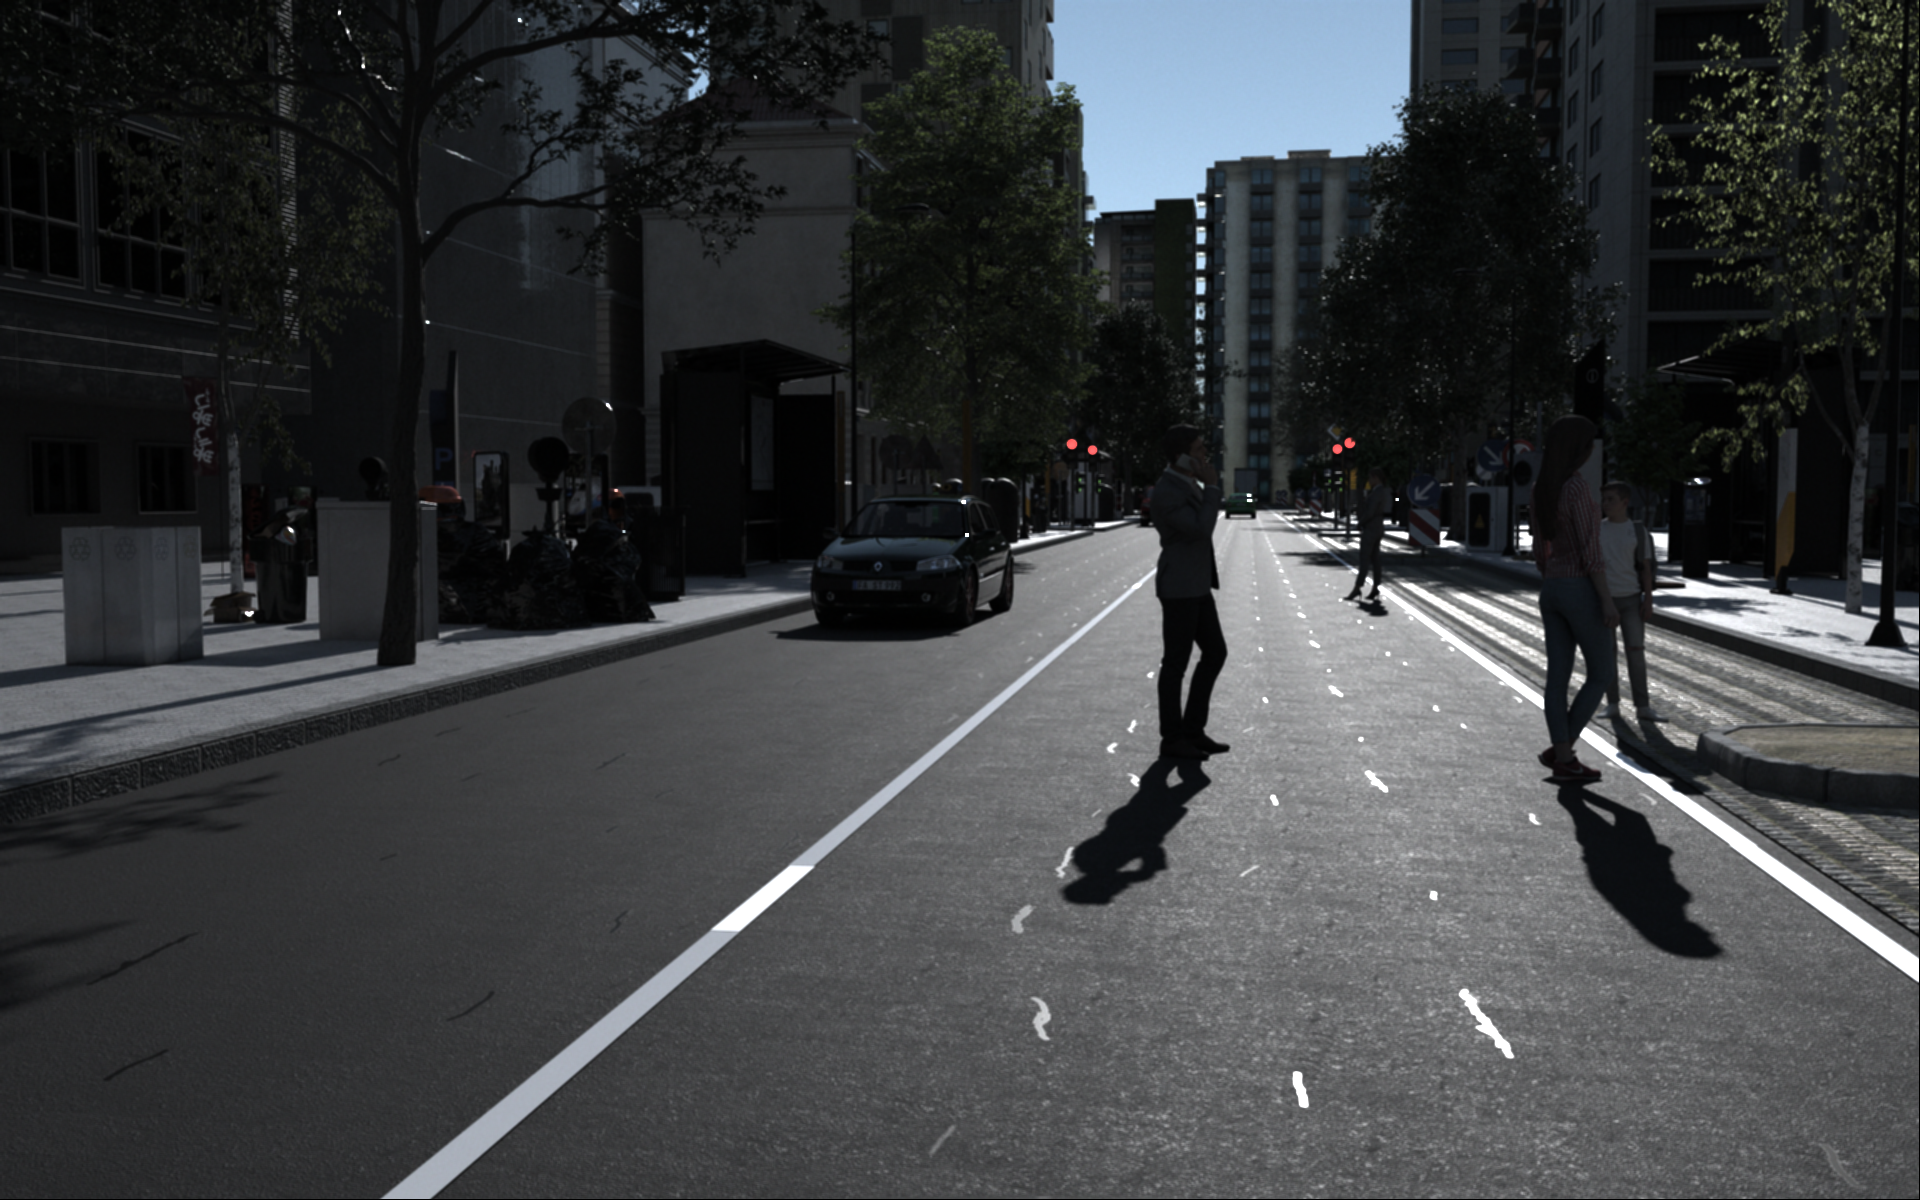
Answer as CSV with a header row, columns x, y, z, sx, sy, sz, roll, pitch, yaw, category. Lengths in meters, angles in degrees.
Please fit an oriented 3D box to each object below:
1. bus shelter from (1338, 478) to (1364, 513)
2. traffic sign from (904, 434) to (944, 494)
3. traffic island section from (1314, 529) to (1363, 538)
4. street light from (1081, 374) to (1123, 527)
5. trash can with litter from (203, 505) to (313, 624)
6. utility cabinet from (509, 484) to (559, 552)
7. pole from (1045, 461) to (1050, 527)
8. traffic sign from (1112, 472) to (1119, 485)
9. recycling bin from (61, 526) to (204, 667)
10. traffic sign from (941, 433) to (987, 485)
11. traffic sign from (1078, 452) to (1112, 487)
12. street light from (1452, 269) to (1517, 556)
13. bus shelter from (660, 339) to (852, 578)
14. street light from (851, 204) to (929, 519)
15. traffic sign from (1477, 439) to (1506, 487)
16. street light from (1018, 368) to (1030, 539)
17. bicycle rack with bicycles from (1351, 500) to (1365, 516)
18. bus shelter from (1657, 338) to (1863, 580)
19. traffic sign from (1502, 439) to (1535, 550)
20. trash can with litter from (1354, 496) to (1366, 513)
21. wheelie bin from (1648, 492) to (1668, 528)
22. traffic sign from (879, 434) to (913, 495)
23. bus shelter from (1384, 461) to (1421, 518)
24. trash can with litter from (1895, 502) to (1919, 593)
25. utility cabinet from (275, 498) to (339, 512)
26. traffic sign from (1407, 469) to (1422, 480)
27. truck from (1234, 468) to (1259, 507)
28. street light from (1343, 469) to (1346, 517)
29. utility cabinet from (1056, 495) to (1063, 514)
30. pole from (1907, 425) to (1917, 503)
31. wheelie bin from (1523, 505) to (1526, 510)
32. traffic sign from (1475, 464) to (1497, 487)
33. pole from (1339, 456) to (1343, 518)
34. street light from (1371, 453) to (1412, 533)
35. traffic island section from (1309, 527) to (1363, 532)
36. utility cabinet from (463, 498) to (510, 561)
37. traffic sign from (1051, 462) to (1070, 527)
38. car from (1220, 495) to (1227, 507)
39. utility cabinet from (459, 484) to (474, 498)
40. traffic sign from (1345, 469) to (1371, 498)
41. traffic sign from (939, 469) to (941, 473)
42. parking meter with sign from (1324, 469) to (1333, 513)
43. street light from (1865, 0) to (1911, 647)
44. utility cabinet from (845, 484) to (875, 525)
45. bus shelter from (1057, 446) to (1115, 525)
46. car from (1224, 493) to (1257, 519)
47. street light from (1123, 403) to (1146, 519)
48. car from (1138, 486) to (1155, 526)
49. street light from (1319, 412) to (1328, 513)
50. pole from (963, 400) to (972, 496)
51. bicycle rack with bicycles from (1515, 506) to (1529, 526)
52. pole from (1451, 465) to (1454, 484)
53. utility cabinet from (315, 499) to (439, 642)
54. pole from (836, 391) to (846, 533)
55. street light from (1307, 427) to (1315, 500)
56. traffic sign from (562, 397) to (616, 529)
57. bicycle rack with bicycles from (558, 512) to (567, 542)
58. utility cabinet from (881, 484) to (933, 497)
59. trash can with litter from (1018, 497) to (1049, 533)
x,y,z,sx,sy,sz,roll,pitch,yaw,category
25.618,-7.339,113.921,2.014,3.302,5.546,1,4,9,bus shelter
-0.775,-2.287,37.397,0.884,2.594,0.081,1,4,13,traffic sign
13.004,-2.180,57.930,2.009,0.180,2.903,1,4,9,traffic island section
5.408,-5.785,67.133,1.470,5.913,1.316,1,4,9,street light
-7.014,-0.359,17.259,1.055,1.170,0.624,0,4,5,trash can with litter
-9.305,-1.762,37.481,1.173,1.500,0.318,0,4,2,utility cabinet
3.400,-4.488,67.214,0.158,3.312,0.155,0,3,0,pole
7.387,-5.122,84.927,0.795,2.450,0.064,1,4,10,traffic sign
-6.310,-0.041,13.231,0.722,1.027,0.722,1,4,9,recycling bin
0.461,-3.881,57.331,2.265,3.308,0.079,1,4,16,traffic sign
6.326,-5.565,84.862,2.265,3.308,0.079,1,4,13,traffic sign
10.858,-3.870,35.821,1.470,5.913,1.316,1,4,9,street light
-3.303,-2.337,29.495,1.731,3.624,6.357,1,4,9,bus shelter
-1.186,-3.389,27.958,1.470,5.913,1.316,1,4,9,street light
12.430,-2.465,40.403,0.768,2.556,0.104,1,4,13,traffic sign
2.357,-4.686,49.160,1.470,5.913,1.316,1,4,9,street light
23.566,-5.285,99.795,2.852,0.926,2.925,-3,5,-44,bicycle rack with bicycles
13.129,-2.305,28.964,1.731,3.624,6.357,1,4,9,bus shelter
12.858,-2.433,39.885,0.768,2.556,0.104,1,4,12,traffic sign
27.770,-6.653,120.157,0.624,1.170,1.055,-3,5,-43,trash can with litter
26.441,-3.536,65.729,0.693,1.594,0.980,3,4,37,wheelie bin
-1.374,-2.254,36.961,0.768,2.556,0.104,1,4,16,traffic sign
23.127,-5.999,92.000,2.014,3.302,5.546,1,4,9,bus shelter
12.667,-0.695,22.751,0.624,1.170,1.055,0,4,-8,trash can with litter
-11.088,-1.119,29.453,0.306,1.237,1.020,3,5,40,utility cabinet
23.268,-5.417,88.678,0.768,2.556,0.104,1,4,14,traffic sign
31.892,-12.479,192.947,2.839,4.237,11.283,1,4,10,truck
17.339,-6.274,75.126,1.470,5.913,1.316,1,4,9,street light
4.794,-4.358,82.412,0.306,1.237,1.020,1,4,13,utility cabinet
27.992,-3.494,50.967,0.158,3.312,0.155,0,3,0,pole
33.896,-5.927,104.810,0.980,1.594,0.693,-1,4,-9,wheelie bin
19.471,-3.916,64.140,0.768,2.556,0.104,1,4,16,traffic sign
20.508,-6.078,93.216,0.158,3.312,0.155,0,3,0,pole
14.394,-5.192,57.432,1.470,5.913,1.316,1,4,9,street light
14.309,-2.662,65.808,2.009,0.180,2.903,1,4,9,traffic island section
-7.971,-1.065,28.567,1.020,1.237,0.306,0,3,0,utility cabinet
3.922,-4.155,68.038,0.768,2.556,0.104,1,4,15,traffic sign
29.224,-11.247,196.250,2.083,1.381,4.827,0,4,8,car
-10.496,-1.734,37.037,1.173,1.500,0.318,2,4,29,utility cabinet
25.594,-7.123,110.332,2.265,3.308,0.079,1,4,19,traffic sign
-0.344,-3.571,58.492,0.768,2.556,0.104,1,4,17,traffic sign
25.691,-7.604,120.593,0.543,3.016,1.738,1,4,18,parking meter with sign
7.330,-2.573,14.617,1.470,5.913,1.316,1,4,9,street light
-2.229,-1.766,37.555,0.318,1.500,1.173,-2,4,-31,utility cabinet
5.502,-4.965,75.098,2.014,3.302,5.546,1,4,9,bus shelter
16.687,-5.757,102.926,1.959,1.807,4.718,1,4,9,car
8.780,-7.084,88.363,1.470,5.913,1.316,1,4,9,street light
9.225,-4.260,78.316,2.281,1.827,5.304,0,4,8,car
20.921,-7.595,96.715,1.470,5.913,1.316,1,4,9,street light
0.156,-2.680,37.657,0.158,3.312,0.155,0,3,0,pole
22.330,-3.533,71.143,2.925,0.926,2.852,-1,4,-11,bicycle rack with bicycles
34.563,-7.813,121.591,0.158,3.312,0.155,0,3,0,pole
-5.128,-0.251,15.269,1.020,1.237,0.306,1,4,13,utility cabinet
-2.367,-2.481,34.407,0.158,3.312,0.155,0,3,0,pole
24.386,-8.892,117.929,1.470,5.913,1.316,1,4,9,street light
-4.887,-1.387,22.789,0.768,2.556,0.104,1,4,13,traffic sign
-9.000,-1.761,42.175,2.852,0.926,2.925,-1,4,-17,bicycle rack with bicycles
-1.174,-1.824,38.501,1.173,1.500,0.318,2,4,31,utility cabinet
2.382,-2.801,57.186,1.055,1.170,0.624,1,4,21,trash can with litter
